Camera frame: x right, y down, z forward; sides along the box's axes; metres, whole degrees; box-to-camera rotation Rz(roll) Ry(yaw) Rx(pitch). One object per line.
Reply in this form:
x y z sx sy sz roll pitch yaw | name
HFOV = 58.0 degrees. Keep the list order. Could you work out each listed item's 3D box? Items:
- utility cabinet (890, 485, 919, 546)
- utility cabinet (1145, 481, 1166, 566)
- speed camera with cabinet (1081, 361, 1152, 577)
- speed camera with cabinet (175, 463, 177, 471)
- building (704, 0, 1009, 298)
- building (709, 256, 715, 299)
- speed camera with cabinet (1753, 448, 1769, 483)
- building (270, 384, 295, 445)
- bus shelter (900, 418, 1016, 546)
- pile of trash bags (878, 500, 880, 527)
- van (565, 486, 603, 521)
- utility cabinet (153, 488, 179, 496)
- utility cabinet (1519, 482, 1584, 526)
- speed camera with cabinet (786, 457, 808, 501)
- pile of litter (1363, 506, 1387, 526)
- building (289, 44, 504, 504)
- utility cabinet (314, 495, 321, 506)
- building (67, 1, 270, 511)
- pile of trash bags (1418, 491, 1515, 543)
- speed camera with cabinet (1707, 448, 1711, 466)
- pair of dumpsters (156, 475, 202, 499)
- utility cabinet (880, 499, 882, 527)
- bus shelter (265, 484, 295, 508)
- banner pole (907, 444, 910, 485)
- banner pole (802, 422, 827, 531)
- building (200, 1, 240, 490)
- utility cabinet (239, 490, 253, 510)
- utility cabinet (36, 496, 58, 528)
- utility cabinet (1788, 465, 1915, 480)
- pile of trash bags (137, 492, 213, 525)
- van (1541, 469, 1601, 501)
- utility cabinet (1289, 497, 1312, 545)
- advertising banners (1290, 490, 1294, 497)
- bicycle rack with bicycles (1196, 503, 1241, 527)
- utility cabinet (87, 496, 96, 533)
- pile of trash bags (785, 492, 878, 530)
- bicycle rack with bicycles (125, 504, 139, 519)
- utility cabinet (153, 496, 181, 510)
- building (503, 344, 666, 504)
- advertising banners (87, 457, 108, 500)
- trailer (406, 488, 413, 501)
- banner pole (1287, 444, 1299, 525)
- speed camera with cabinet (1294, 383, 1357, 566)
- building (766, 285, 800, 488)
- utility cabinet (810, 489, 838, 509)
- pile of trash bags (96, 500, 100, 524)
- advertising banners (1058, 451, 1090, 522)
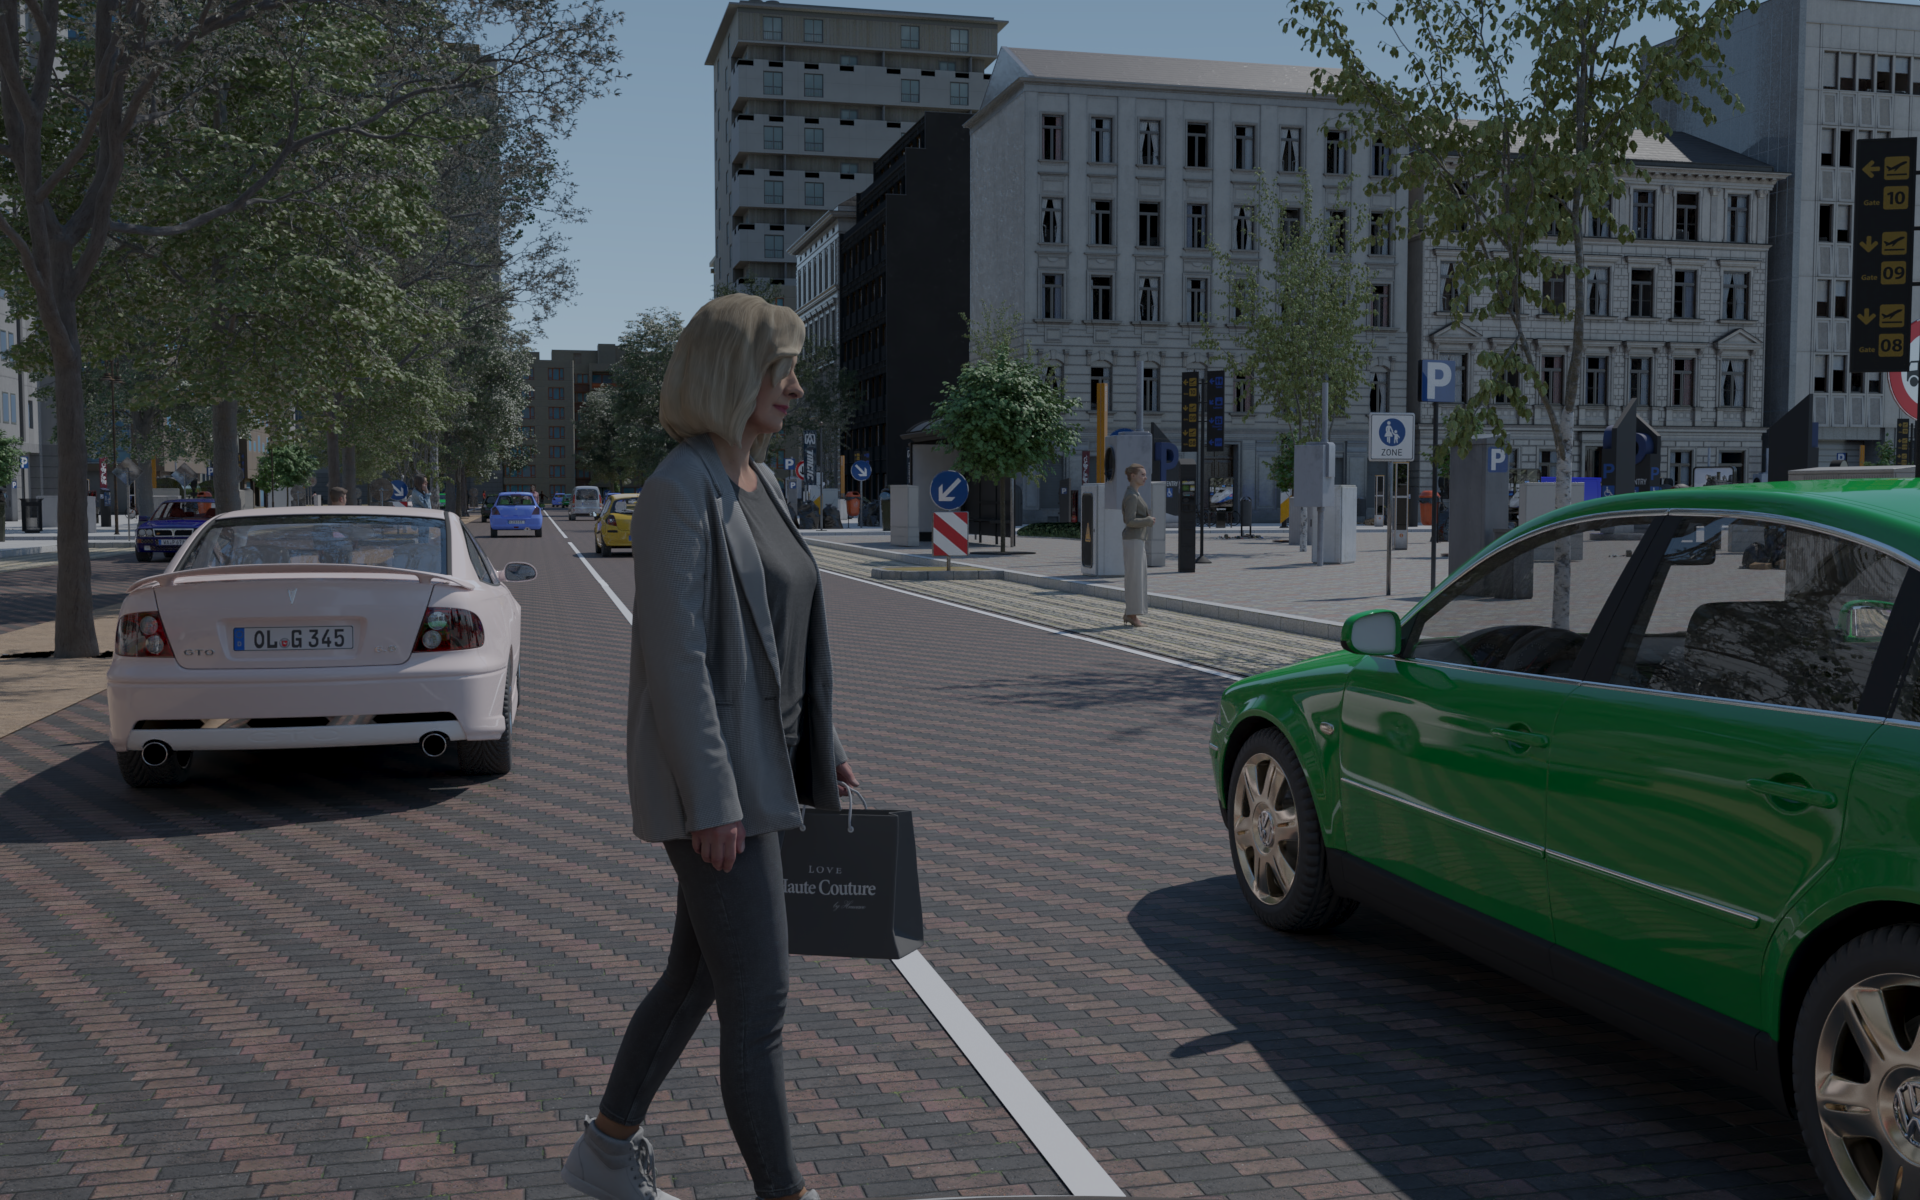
-1.348 -2.065 42.444 0.318 1.500 1.173 -2 4 -23 | utility cabinet
3.215 -1.354 30.819 0.318 1.500 1.173 -2 4 -25 | utility cabinet
2.367 -1.966 26.484 0.660 3.252 2.038 -1 4 -10 | speed camera with cabinet
-43.448 -6.114 94.294 2.038 3.252 0.660 -1 4 -9 | speed camera with cabinet
-11.665 -36.576 187.259 28.713 52.752 27.495 -1 4 -14 | building
-22.296 -33.897 246.102 23.993 40.220 32.217 -1 4 -14 | building
34.569 -4.963 75.477 0.660 3.252 2.038 0 4 -7 | speed camera with cabinet
-76.869 -24.938 179.434 14.107 30.474 14.160 -1 4 -14 | building
0.019 -3.092 44.477 2.014 3.302 5.546 -1 4 -14 | bus shelter
-2.322 -3.624 69.007 3.447 1.369 1.912 -1 4 -13 | pile of trash bags
-20.474 -5.353 94.534 2.013 2.044 4.112 -1 4 -16 | van
-30.657 -3.543 66.607 1.173 1.500 0.318 -1 4 -20 | utility cabinet
11.280 -1.492 33.072 1.173 1.500 0.318 -1 4 -9 | utility cabinet
-8.192 -5.947 91.567 2.038 3.252 0.660 2 4 23 | speed camera with cabinet
16.869 -3.451 70.392 1.719 0.858 1.176 -3 5 -41 | pile of litter
-74.816 -41.930 227.559 28.212 58.520 21.231 -1 4 -14 | building
-45.168 -6.762 121.719 0.306 1.237 1.020 -1 4 -9 | utility cabinet
-72.214 -31.137 159.205 14.600 45.320 14.200 -1 4 -14 | building
13.436 -2.242 46.408 3.447 1.369 1.912 -3 5 -40 | pile of trash bags
32.244 -4.835 73.389 0.660 3.252 2.038 0 4 -5 | speed camera with cabinet
-34.210 -4.462 75.442 1.574 2.255 4.437 -1 4 -14 | pair of dumpsters
-2.794 -3.429 67.234 0.306 1.237 1.020 1 4 19 | utility cabinet
-38.599 -6.434 99.125 2.014 3.302 5.546 -1 4 -14 | bus shelter
-2.455 -5.828 85.304 0.401 3.779 0.863 0 4 3 | banner pole
-5.031 -4.279 59.985 0.863 3.779 0.401 -1 4 -18 | banner pole
-69.573 -50.307 135.195 22.319 86.520 31.000 -1 4 -14 | building
-44.125 -5.983 106.501 1.173 1.500 0.318 -2 4 -35 | utility cabinet
-34.943 -3.393 66.636 1.020 1.237 0.306 -3 5 -43 | utility cabinet
7.069 -0.310 13.751 0.318 1.500 1.173 -1 4 -12 | utility cabinet
-30.823 -3.590 68.452 3.447 1.369 1.912 2 4 26 | pile of trash bags
22.060 -3.548 62.399 5.245 2.365 2.240 -1 4 -13 | van
8.834 -2.005 43.941 0.306 1.237 1.020 -3 5 -42 | utility cabinet
12.296 -4.134 63.778 0.090 3.025 2.074 2 4 25 | advertising banners
9.410 -3.416 69.232 2.925 0.926 2.852 2 4 34 | bicycle rack with bicycles
-28.759 -2.816 57.206 0.306 1.237 1.020 -2 4 -34 | utility cabinet
-5.042 -3.315 63.956 3.447 1.369 1.912 -3 5 -44 | pile of trash bags
-40.760 -4.606 88.696 2.925 0.926 2.852 1 4 11 | bicycle rack with bicycles
-29.922 -3.311 65.304 1.020 1.237 0.306 0 4 -1 | utility cabinet
-47.833 -24.065 238.504 28.899 21.520 27.650 -1 4 -14 | building
-40.420 -5.161 80.572 0.090 3.025 2.074 1 4 20 | advertising banners
-50.301 -9.282 158.811 1.471 1.999 3.904 -1 4 -15 | trailer
13.899 -5.019 72.084 0.401 3.779 0.863 3 5 41 | banner pole
6.657 -2.274 31.516 0.660 3.252 2.038 2 4 29 | speed camera with cabinet
-5.480 -19.309 160.747 27.650 21.520 28.899 -1 4 -14 | building
-5.526 -3.768 70.279 1.173 1.500 0.318 -3 4 -39 | utility cabinet
-38.059 -3.958 74.460 1.912 1.369 3.447 -2 4 -27 | pile of trash bags
4.649 -4.545 70.499 0.090 3.025 2.074 -2 4 -33 | advertising banners
